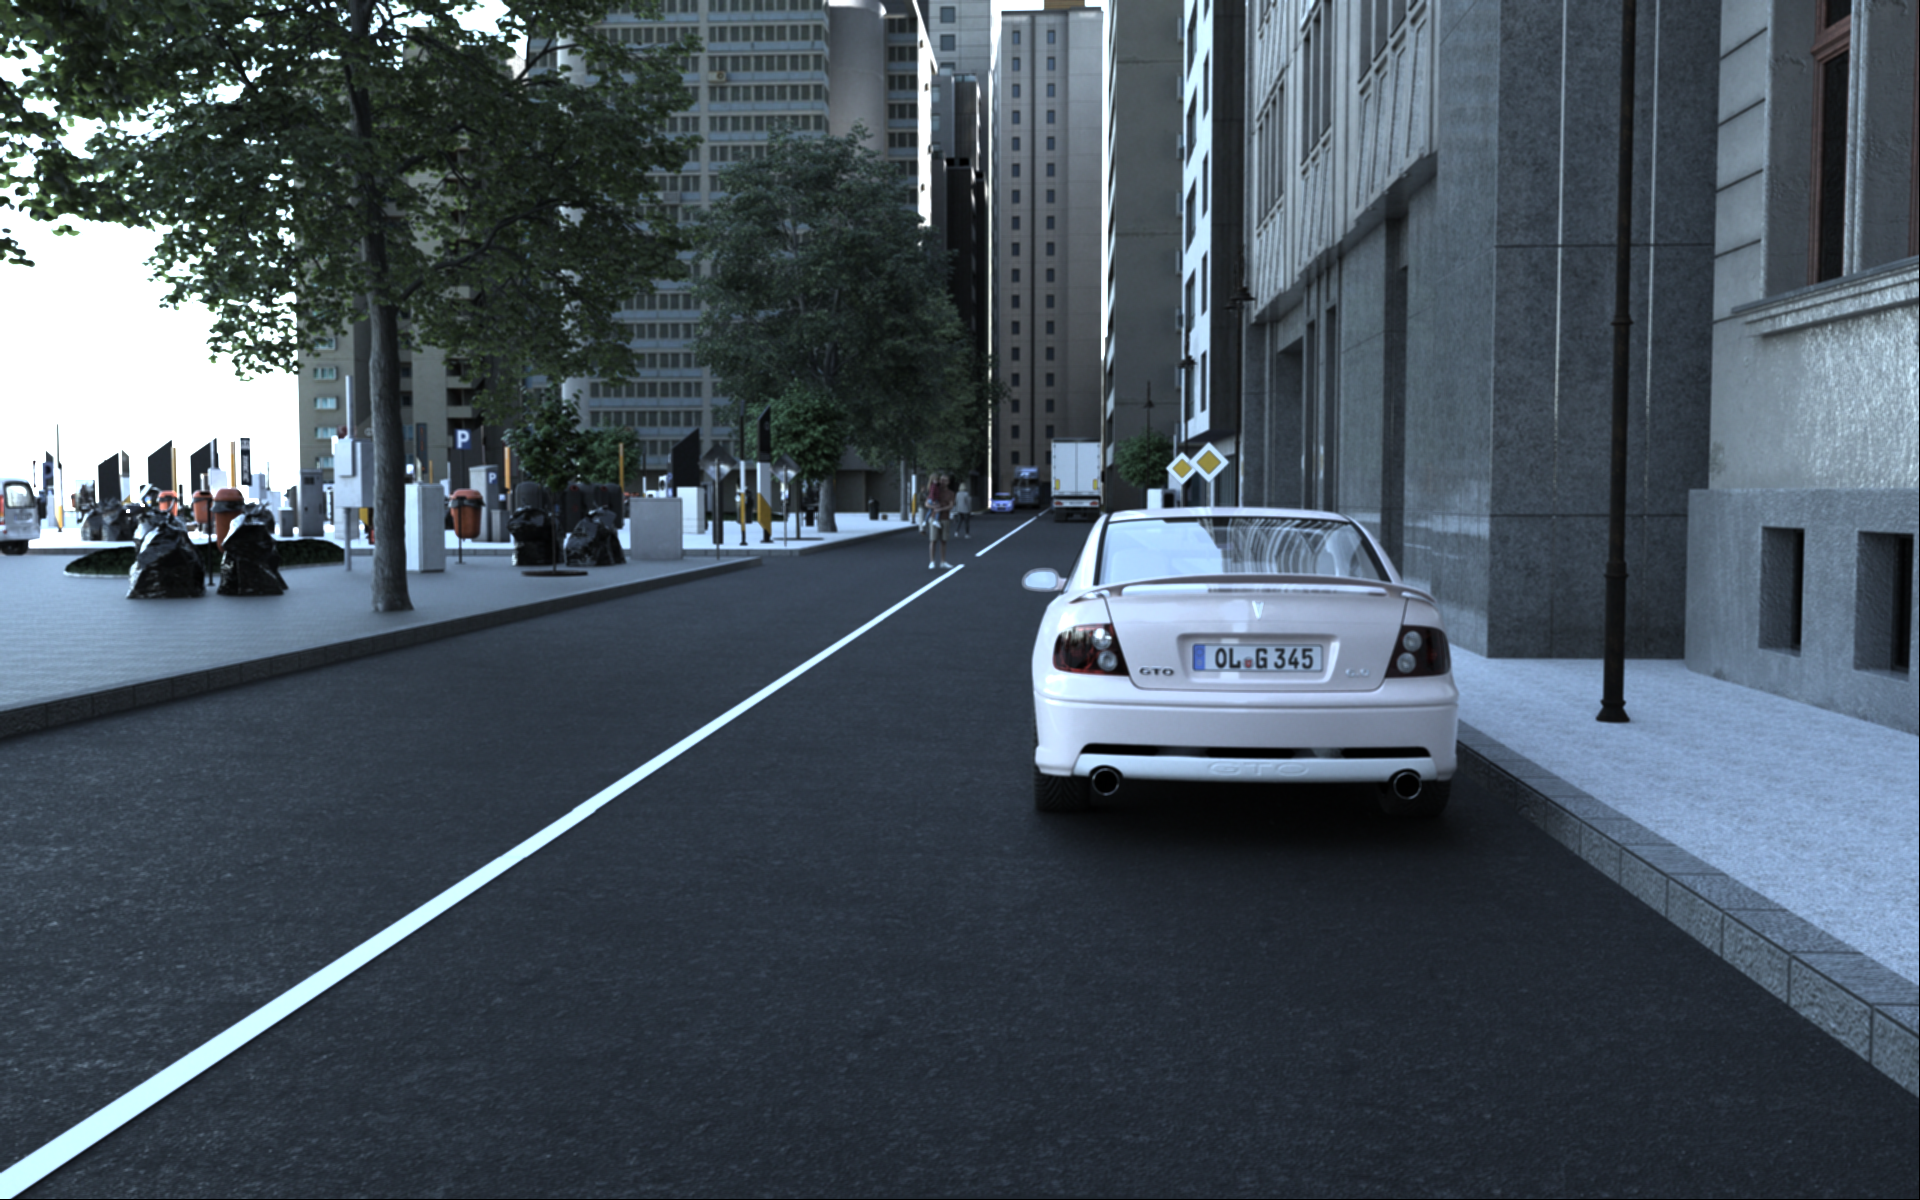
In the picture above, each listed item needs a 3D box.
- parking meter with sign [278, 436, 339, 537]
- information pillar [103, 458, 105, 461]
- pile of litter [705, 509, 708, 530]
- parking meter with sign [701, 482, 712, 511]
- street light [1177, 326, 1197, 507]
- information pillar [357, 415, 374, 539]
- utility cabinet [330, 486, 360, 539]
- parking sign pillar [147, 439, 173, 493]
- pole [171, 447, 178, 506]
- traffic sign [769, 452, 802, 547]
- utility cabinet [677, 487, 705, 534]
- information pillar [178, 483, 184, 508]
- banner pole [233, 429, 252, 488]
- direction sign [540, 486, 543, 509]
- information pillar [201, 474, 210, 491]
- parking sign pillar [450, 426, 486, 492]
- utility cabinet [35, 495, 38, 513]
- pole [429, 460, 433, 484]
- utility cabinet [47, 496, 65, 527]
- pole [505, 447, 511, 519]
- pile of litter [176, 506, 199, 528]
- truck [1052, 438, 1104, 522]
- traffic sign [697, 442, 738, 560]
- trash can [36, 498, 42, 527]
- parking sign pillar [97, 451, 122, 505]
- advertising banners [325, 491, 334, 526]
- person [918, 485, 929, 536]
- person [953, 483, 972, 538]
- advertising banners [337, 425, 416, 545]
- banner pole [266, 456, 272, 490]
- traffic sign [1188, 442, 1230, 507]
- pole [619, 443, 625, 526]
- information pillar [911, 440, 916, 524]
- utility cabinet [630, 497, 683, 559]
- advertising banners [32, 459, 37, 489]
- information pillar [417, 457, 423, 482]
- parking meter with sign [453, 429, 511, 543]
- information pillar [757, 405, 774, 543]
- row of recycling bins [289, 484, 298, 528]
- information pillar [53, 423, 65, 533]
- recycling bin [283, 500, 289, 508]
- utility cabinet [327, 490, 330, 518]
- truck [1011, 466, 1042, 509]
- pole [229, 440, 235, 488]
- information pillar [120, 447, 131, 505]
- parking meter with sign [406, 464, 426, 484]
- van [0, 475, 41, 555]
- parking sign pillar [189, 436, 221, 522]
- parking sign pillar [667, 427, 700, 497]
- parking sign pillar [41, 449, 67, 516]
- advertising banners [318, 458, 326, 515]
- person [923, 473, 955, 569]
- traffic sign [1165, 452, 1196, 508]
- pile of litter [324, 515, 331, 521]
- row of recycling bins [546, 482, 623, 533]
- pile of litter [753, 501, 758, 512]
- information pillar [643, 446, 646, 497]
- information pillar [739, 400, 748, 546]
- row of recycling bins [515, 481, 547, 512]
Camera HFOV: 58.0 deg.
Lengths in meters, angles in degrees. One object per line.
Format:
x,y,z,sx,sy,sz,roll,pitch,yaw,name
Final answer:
-19.463,-3.397,51.799,1.738,3.016,0.543,-3,4,-36,parking meter with sign
-55.223,-7.380,112.014,0.504,3.616,0.183,3,5,41,information pillar
-9.478,-2.910,61.547,1.176,0.858,1.719,1,4,10,pile of litter
-16.296,-7.042,111.397,1.738,3.016,0.543,-1,4,-9,parking meter with sign
6.243,-4.587,47.789,0.468,5.910,1.993,0,4,4,street light
-17.093,-3.585,49.971,0.504,3.616,0.183,0,4,-5,information pillar
-17.230,-2.446,48.677,0.318,1.500,1.173,0,4,2,utility cabinet
-38.885,-5.868,84.407,1.447,3.967,1.447,0,4,5,parking sign pillar
-33.793,-4.937,74.561,0.158,3.312,0.155,0,3,0,pole
-4.210,-2.329,41.723,0.795,2.450,0.064,0,4,4,traffic sign
-8.625,-2.870,55.596,0.318,1.500,1.173,-3,5,-41,utility cabinet
-53.663,-7.025,119.342,0.304,2.012,0.304,-1,4,-12,information pillar
-27.580,-4.679,66.525,0.401,3.779,0.863,3,5,41,banner pole
-10.455,-3.134,43.235,0.379,3.537,0.876,0,4,-8,direction sign
-27.665,-3.616,63.615,0.304,2.012,0.304,-2,4,-35,information pillar
-19.462,-4.898,68.560,1.447,3.967,1.447,0,4,5,parking sign pillar
-56.923,-5.799,105.973,1.020,1.237,0.306,-3,5,-41,utility cabinet
-31.998,-6.789,104.840,0.158,3.312,0.155,0,3,0,pole
-35.098,-3.431,67.266,0.306,1.237,1.020,0,4,-7,utility cabinet
-19.491,-4.941,74.634,0.158,3.312,0.155,0,3,0,pole
-29.290,-3.135,65.225,1.719,0.858,1.176,2,4,31,pile of litter
6.258,-6.305,92.002,2.839,4.237,11.283,0,4,5,truck
-4.724,-1.842,33.754,0.795,2.450,0.064,0,4,4,traffic sign
-34.713,-3.248,64.756,0.748,1.137,0.748,0,3,0,trash can
-52.962,-7.302,107.857,1.447,3.967,1.447,-1,4,-13,parking sign pillar
-25.002,-4.547,70.527,0.090,3.025,2.074,1,4,19,advertising banners
-1.248,-3.106,59.825,0.362,1.759,0.519,1,4,21,person
0.028,-2.898,56.070,0.709,1.800,0.728,2,4,35,person
-14.698,-2.907,43.724,2.074,3.025,0.090,0,4,6,advertising banners
-45.135,-7.536,113.225,0.401,3.779,0.863,0,4,3,banner pole
4.749,-1.803,33.125,0.795,2.450,0.064,0,4,4,traffic sign
-13.468,-4.595,68.976,0.158,3.312,0.155,0,3,0,pole
-1.983,-5.089,74.564,0.183,3.616,0.504,-1,4,-11,information pillar
-6.000,-1.411,34.224,1.020,1.237,0.306,-1,4,-9,utility cabinet
-46.607,-5.532,86.641,0.090,3.025,2.074,0,4,-4,advertising banners
-34.042,-7.206,109.179,0.504,3.616,0.183,3,5,40,information pillar
-12.658,-3.044,46.023,1.738,3.016,0.543,2,4,34,parking meter with sign
-5.128,-3.306,45.407,0.183,3.616,0.504,2,4,32,information pillar
-25.595,-3.701,67.625,1.069,1.692,3.534,-1,4,-18,row of recycling bins
-29.781,-4.025,57.161,0.183,3.616,0.504,-3,5,-41,information pillar
-30.345,-4.056,78.866,0.722,1.027,0.722,0,4,-6,recycling bin
-33.177,-5.101,92.079,1.173,1.500,0.318,3,4,38,utility cabinet
6.696,-11.126,171.665,2.967,4.110,18.799,0,4,3,truck
-27.687,-4.408,65.919,0.158,3.312,0.155,0,3,0,pole
-41.895,-5.849,86.985,0.183,3.616,0.504,2,4,31,information pillar
-32.057,-6.520,102.855,0.543,3.016,1.738,1,4,22,parking meter with sign
-23.135,-1.966,39.161,4.112,2.044,2.013,0,4,2,van
-35.344,-5.668,81.138,1.447,3.967,1.447,0,4,0,parking sign pillar
-11.098,-4.957,69.520,1.447,3.967,1.447,-3,5,-43,parking sign pillar
-54.369,-7.052,103.765,1.447,3.967,1.447,1,4,22,parking sign pillar
-31.059,-5.390,84.318,0.090,3.025,2.074,-1,4,-10,advertising banners
-0.423,-1.526,33.429,0.573,1.828,0.580,2,4,33,person
5.264,-2.291,41.093,0.795,2.450,0.064,0,4,4,traffic sign
-30.043,-4.146,81.755,1.176,0.858,1.719,-1,4,-18,pile of litter
-13.352,-3.384,62.440,1.069,1.692,3.534,1,4,20,row of recycling bins
-13.957,-6.223,115.705,1.719,0.858,1.176,1,4,10,pile of litter
-15.225,-5.645,83.650,0.183,3.616,0.504,0,4,-4,information pillar
-5.399,-3.163,43.063,0.183,3.616,0.504,0,4,-3,information pillar
-16.003,-3.683,67.329,1.069,1.692,3.534,-3,4,-38,row of recycling bins
